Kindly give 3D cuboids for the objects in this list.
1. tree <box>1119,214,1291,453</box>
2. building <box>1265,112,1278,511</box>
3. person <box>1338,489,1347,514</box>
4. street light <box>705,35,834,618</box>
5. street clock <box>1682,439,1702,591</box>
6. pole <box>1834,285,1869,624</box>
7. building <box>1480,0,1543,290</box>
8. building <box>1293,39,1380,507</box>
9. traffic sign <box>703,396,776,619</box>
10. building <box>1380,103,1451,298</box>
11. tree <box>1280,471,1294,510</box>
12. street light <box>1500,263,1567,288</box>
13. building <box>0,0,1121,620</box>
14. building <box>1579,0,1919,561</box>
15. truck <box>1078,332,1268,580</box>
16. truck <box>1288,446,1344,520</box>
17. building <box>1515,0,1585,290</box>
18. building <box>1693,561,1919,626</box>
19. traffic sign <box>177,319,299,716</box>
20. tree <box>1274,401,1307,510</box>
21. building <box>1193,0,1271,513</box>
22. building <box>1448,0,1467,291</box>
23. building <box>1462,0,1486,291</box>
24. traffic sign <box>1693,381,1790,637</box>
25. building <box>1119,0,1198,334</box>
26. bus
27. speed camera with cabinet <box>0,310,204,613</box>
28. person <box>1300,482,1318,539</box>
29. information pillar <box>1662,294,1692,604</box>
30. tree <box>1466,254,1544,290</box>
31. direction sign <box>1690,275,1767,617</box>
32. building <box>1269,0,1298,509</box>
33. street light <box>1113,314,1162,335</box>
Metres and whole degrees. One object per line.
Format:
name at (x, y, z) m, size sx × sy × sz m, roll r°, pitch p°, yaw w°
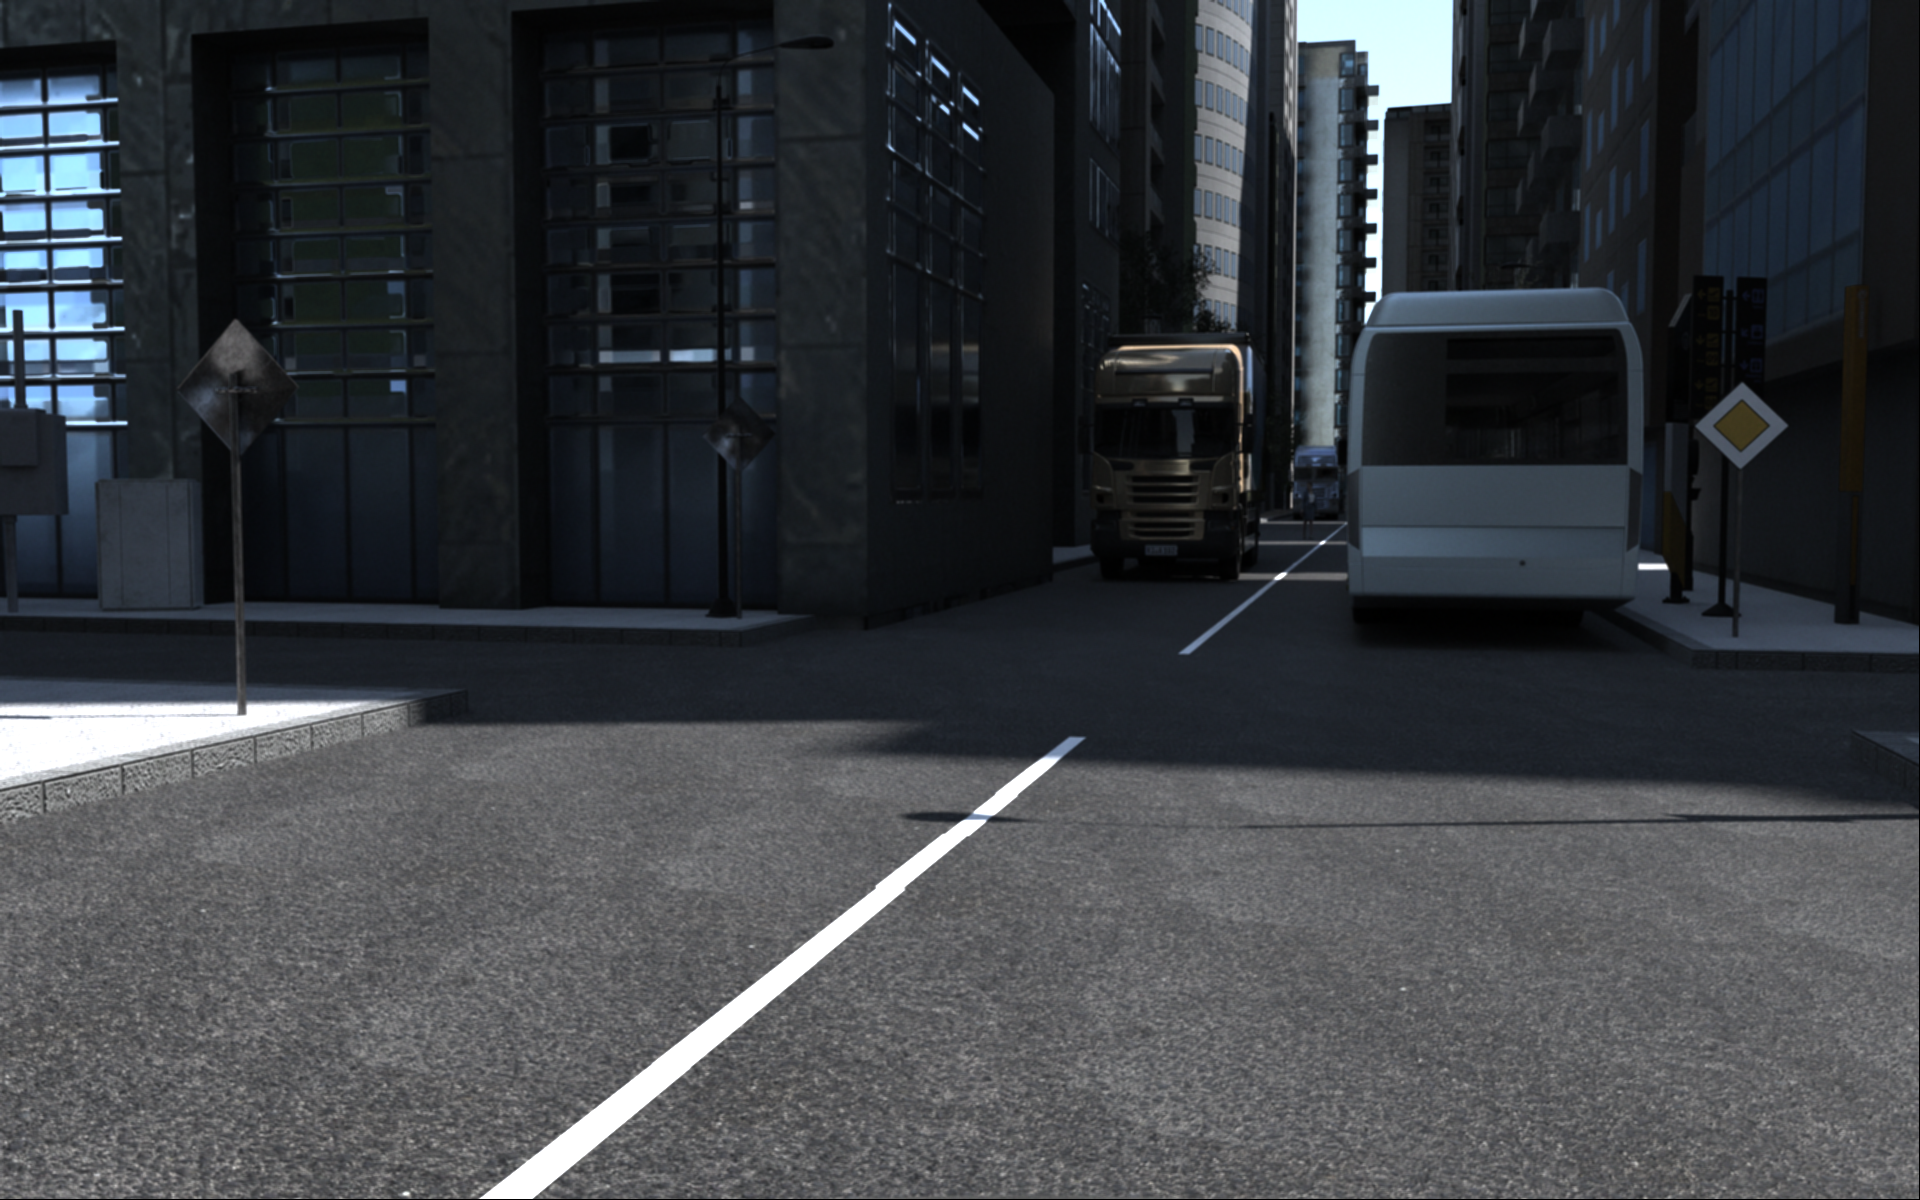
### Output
tree at (6.166, -7.591, 58.529) m, size 7.601 × 10.594 × 8.767 m, roll -1°, pitch 4°, yaw -9°
building at (15.673, -21.735, 127.076) m, size 14.160 × 30.474 × 14.107 m, roll 1°, pitch 4°, yaw 14°
person at (27.970, -7.253, 127.163) m, size 0.705 × 1.814 × 1.350 m, roll -3°, pitch 5°, yaw -43°
street light at (-1.955, -2.769, 17.813) m, size 1.470 × 5.913 × 1.316 m, roll 1°, pitch 4°, yaw 14°
street clock at (9.647, -1.127, 22.998) m, size 0.358 × 2.002 × 0.471 m, roll 1°, pitch 4°, yaw 17°
pole at (8.777, -1.419, 17.043) m, size 0.158 × 3.312 × 0.155 m, roll 0°, pitch 3°, yaw 0°
building at (36.505, -19.926, 97.497) m, size 14.160 × 30.474 × 14.107 m, roll 1°, pitch 4°, yaw 14°
building at (29.084, -34.632, 185.834) m, size 30.456 × 49.044 × 23.786 m, roll 1°, pitch 4°, yaw 14°
traffic sign at (-2.266, -0.862, 17.743) m, size 0.795 × 2.450 × 0.064 m, roll 1°, pitch 4°, yaw 14°
building at (49.808, -30.099, 175.717) m, size 14.086 × 41.232 × 14.154 m, roll 1°, pitch 4°, yaw 14°
tree at (26.596, -8.936, 140.704) m, size 1.663 × 3.219 × 1.824 m, roll 0°, pitch 3°, yaw 0°
street light at (11.540, -3.809, 34.818) m, size 1.470 × 5.913 × 1.316 m, roll 1°, pitch 4°, yaw 14°
building at (-8.137, -44.071, 33.232) m, size 22.319 × 86.520 × 31.000 m, roll 1°, pitch 4°, yaw 14°
building at (22.703, -23.846, 39.998) m, size 14.600 × 45.320 × 14.200 m, roll 1°, pitch 4°, yaw 14°
truck at (4.283, -2.667, 32.511) m, size 2.839 × 4.237 × 11.283 m, roll 1°, pitch 4°, yaw 12°
truck at (21.071, -6.890, 102.410) m, size 2.967 × 4.110 × 18.799 m, roll 1°, pitch 4°, yaw 12°
building at (34.322, -27.438, 68.214) m, size 23.786 × 49.044 × 30.456 m, roll 1°, pitch 4°, yaw 14°
building at (17.243, -22.599, 19.605) m, size 14.200 × 45.320 × 14.600 m, roll 1°, pitch 4°, yaw 14°
traffic sign at (-4.162, -0.388, 9.985) m, size 0.795 × 2.450 × 0.064 m, roll 1°, pitch 4°, yaw 14°
tree at (25.549, -11.395, 136.678) m, size 4.737 × 8.622 × 4.395 m, roll 0°, pitch 3°, yaw 0°
building at (7.466, -34.509, 106.219) m, size 21.231 × 58.520 × 28.212 m, roll 1°, pitch 4°, yaw 14°
building at (54.796, -33.878, 143.139) m, size 28.713 × 52.752 × 27.495 m, roll 1°, pitch 4°, yaw 14°
building at (44.993, -35.149, 116.691) m, size 21.231 × 58.520 × 28.212 m, roll 1°, pitch 4°, yaw 14°
traffic sign at (6.953, -0.724, 15.476) m, size 0.795 × 2.450 × 0.064 m, roll 1°, pitch 4°, yaw 14°
building at (2.247, -23.807, 72.845) m, size 14.154 × 41.232 × 14.086 m, roll 1°, pitch 4°, yaw 14°
bus at (6.270, -1.666, 22.097) m, size 2.948 × 3.499 × 13.247 m, roll 1°, pitch 4°, yaw 13°
speed camera with cabinet at (-9.488, -1.510, 19.025) m, size 2.038 × 3.252 × 0.660 m, roll -1°, pitch 4°, yaw -13°
person at (11.127, -2.855, 55.195) m, size 0.581 × 1.822 × 0.654 m, roll 0°, pitch 4°, yaw 3°
information pillar at (8.387, -1.768, 20.256) m, size 0.183 × 3.616 × 0.504 m, roll 3°, pitch 5°, yaw 44°
tree at (17.123, -6.290, 53.196) m, size 4.360 × 8.622 × 3.978 m, roll 0°, pitch 3°, yaw 0°
direction sign at (8.015, -1.598, 18.127) m, size 0.876 × 3.537 × 0.379 m, roll -1°, pitch 4°, yaw -15°
building at (19.389, -43.868, 155.493) m, size 20.611 × 71.187 × 20.563 m, roll 1°, pitch 4°, yaw 14°
street light at (4.542, -4.435, 45.049) m, size 1.470 × 5.913 × 1.316 m, roll 1°, pitch 4°, yaw 14°
